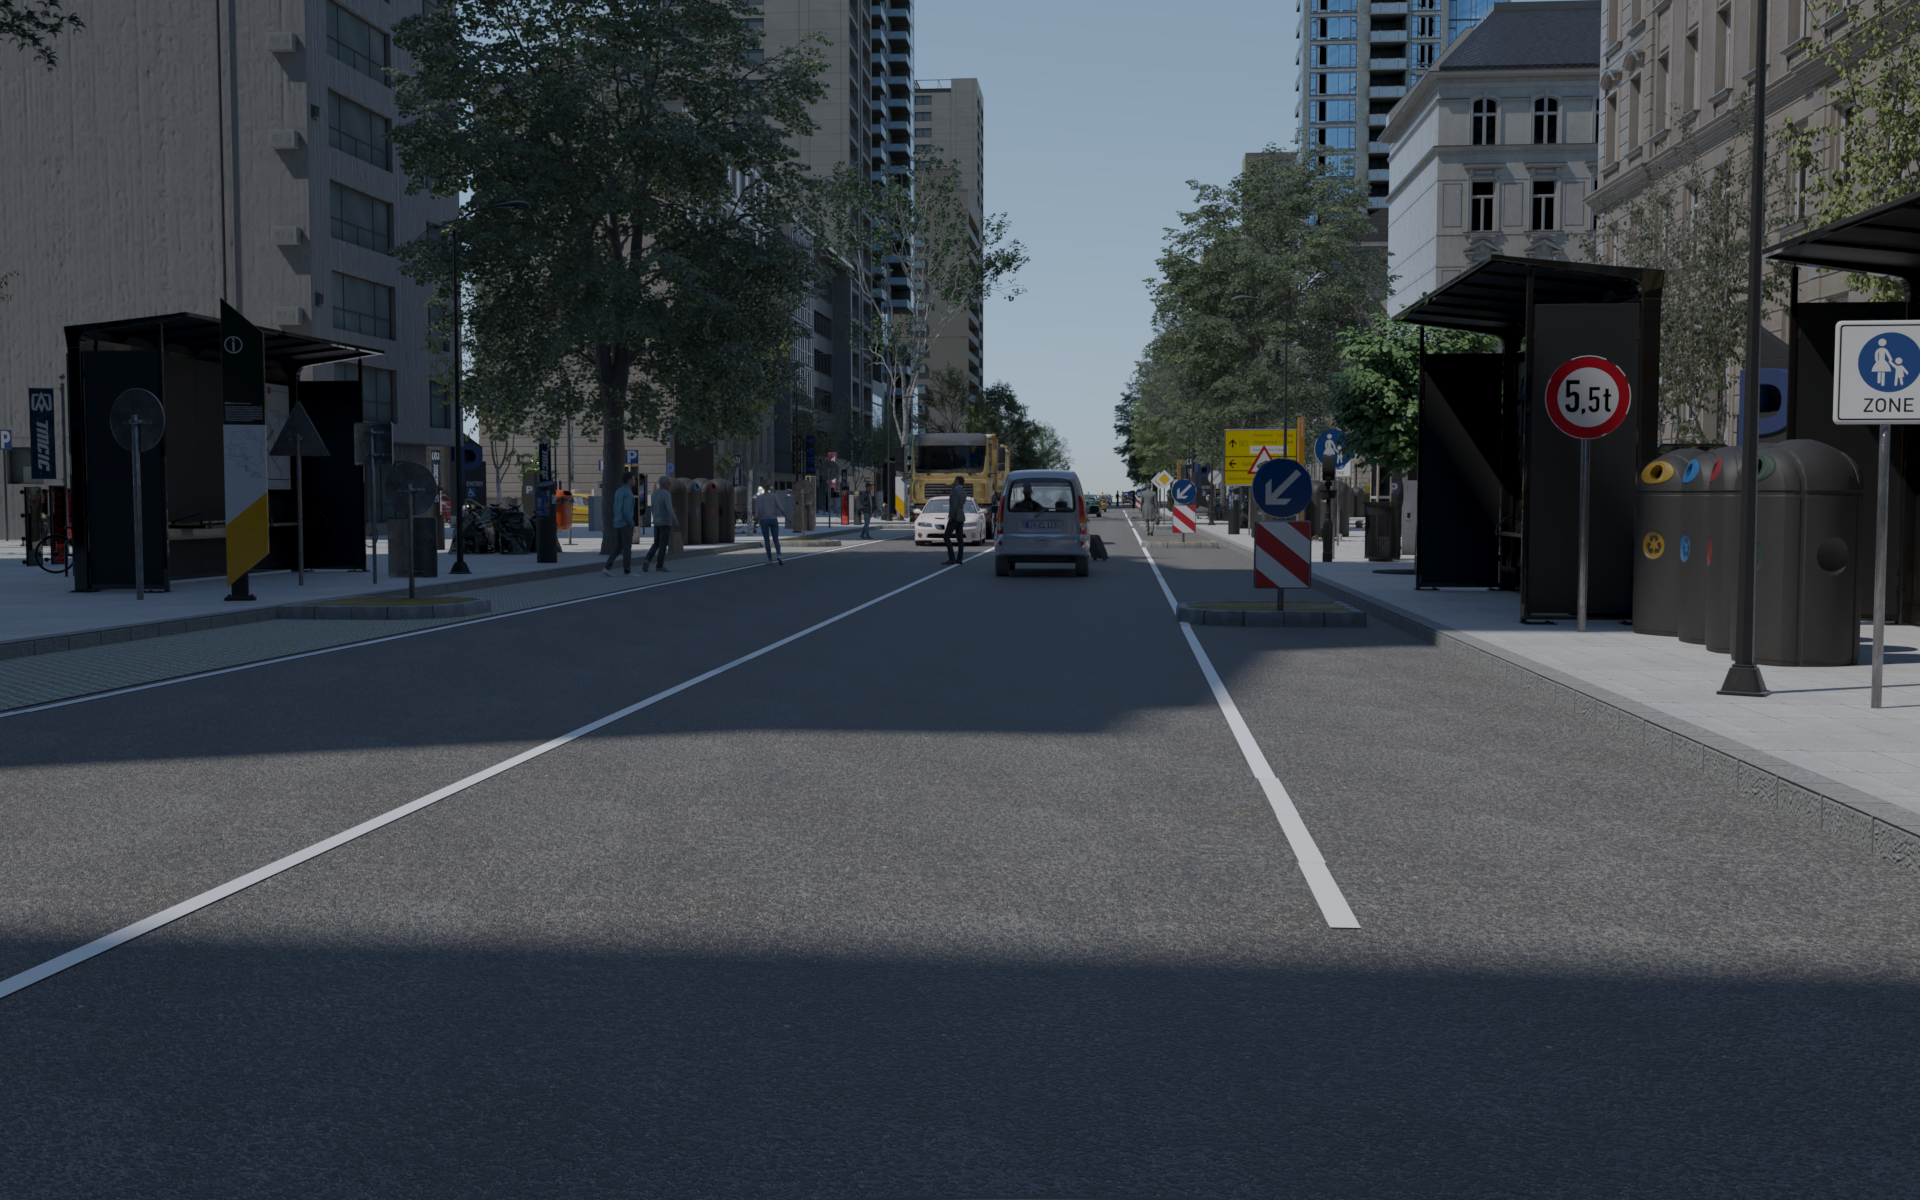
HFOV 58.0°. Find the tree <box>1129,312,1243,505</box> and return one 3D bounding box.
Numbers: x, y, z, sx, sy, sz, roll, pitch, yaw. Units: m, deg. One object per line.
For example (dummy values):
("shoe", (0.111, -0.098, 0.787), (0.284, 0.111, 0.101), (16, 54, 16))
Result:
("tree", (14.233, -11.538, 106.769), (7.486, 12.596, 7.792), (0, 3, 0))

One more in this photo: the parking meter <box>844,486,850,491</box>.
("parking meter", (-7.713, -6.864, 117.937), (0.255, 1.863, 0.399), (-3, 4, -37))

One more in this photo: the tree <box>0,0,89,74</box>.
("tree", (-10.400, -4.756, 12.181), (8.767, 10.594, 7.601), (1, 4, 8))

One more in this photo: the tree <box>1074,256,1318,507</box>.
("tree", (13.136, -10.710, 85.472), (12.009, 13.543, 11.850), (0, 3, 0))

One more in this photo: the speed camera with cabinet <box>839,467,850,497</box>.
("speed camera with cabinet", (-8.312, -8.261, 129.407), (0.660, 3.252, 2.038), (2, 4, 24))

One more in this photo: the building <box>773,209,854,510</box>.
("building", (-17.243, -19.116, 131.611), (14.314, 24.678, 30.058), (0, 4, 5))

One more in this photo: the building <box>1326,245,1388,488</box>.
("building", (31.703, -15.768, 122.426), (10.561, 19.102, 19.286), (0, 4, 5))

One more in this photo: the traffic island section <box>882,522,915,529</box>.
("traffic island section", (-2.099, -3.044, 72.046), (2.009, 0.180, 2.903), (0, 4, 5))

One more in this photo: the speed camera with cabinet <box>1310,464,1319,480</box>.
("speed camera with cabinet", (19.628, -6.459, 99.947), (2.038, 3.252, 0.660), (-1, 4, -9))

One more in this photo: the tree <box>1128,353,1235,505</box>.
("tree", (14.933, -11.592, 115.287), (9.928, 11.665, 9.643), (0, 3, 0))

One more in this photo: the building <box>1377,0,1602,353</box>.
("building", (46.209, -19.412, 93.796), (44.131, 29.872, 17.030), (0, 4, 5))

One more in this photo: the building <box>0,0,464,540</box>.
("building", (-23.935, -17.272, 54.093), (14.107, 30.474, 14.160), (0, 4, 5))

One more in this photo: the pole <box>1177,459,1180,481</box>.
("pole", (12.891, -6.623, 102.135), (0.158, 3.312, 0.155), (0, 3, 0))

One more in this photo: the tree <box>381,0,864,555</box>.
("tree", (-7.208, -7.936, 36.416), (9.857, 13.997, 8.962), (0, 3, 0))

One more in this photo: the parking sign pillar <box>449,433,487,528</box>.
("parking sign pillar", (-18.754, -4.745, 66.049), (1.447, 3.967, 1.447), (-3, 5, -43))

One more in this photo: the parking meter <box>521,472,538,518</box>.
("parking meter", (-11.386, -2.456, 45.872), (0.399, 1.863, 0.255), (0, 4, 0))

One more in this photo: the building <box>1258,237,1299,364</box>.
("building", (40.304, -25.909, 195.319), (14.160, 30.474, 14.107), (0, 4, 5))

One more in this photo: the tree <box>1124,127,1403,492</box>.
("tree", (10.836, -9.495, 61.902), (9.857, 13.997, 8.962), (0, 3, 0))

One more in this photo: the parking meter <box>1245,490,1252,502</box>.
("parking meter", (15.080, -5.014, 90.393), (0.372, 1.533, 0.369), (0, 3, 0))

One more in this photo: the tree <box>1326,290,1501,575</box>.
("tree", (7.401, -2.705, 27.942), (4.285, 4.588, 4.351), (0, 3, 0))

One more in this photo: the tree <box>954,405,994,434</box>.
("tree", (0.994, -11.449, 137.548), (4.737, 8.622, 4.395), (0, 3, 0))

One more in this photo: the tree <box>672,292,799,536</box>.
("tree", (-6.557, -6.259, 52.699), (4.737, 8.622, 4.395), (0, 3, 0))

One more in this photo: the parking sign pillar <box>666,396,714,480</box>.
("parking sign pillar", (-7.349, -3.588, 47.130), (1.447, 3.967, 1.447), (-3, 5, -44))

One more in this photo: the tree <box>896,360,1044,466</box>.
("tree", (0.012, -11.376, 120.412), (8.767, 10.594, 7.601), (-3, 5, -40))

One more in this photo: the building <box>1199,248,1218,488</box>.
("building", (49.092, -39.940, 303.133), (14.600, 45.320, 14.200), (0, 4, 5))

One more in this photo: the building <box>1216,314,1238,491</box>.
("building", (45.497, -29.834, 259.489), (14.160, 30.474, 14.107), (0, 4, 5))

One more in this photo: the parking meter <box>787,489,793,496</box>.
("parking meter", (-8.271, -4.669, 84.742), (0.372, 1.533, 0.369), (0, 3, 0))

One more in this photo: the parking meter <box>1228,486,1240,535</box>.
("parking meter", (8.701, -2.847, 54.963), (0.372, 1.533, 0.369), (0, 3, 0))

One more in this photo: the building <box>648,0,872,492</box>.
("building", (-17.014, -44.497, 165.777), (20.563, 71.187, 20.611), (0, 4, 5))

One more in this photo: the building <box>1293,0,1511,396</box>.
("building", (41.859, -52.489, 170.868), (22.319, 86.520, 31.000), (0, 4, 5))

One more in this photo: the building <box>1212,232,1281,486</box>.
("building", (51.943, -38.316, 281.098), (22.147, 44.769, 28.867), (0, 4, 5))

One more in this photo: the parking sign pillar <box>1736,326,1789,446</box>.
("parking sign pillar", (12.640, -2.337, 26.679), (1.447, 3.967, 1.447), (-2, 4, -26))

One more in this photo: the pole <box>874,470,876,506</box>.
("pole", (-7.090, -9.227, 144.704), (0.158, 3.312, 0.155), (0, 3, 0))

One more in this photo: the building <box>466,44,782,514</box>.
("building", (-19.096, -18.764, 104.056), (12.463, 27.353, 25.104), (0, 4, 5))

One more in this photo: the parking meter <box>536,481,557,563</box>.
("parking meter", (-7.706, -1.460, 32.280), (0.372, 1.533, 0.369), (0, 3, 0))

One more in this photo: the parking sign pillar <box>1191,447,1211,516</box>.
("parking sign pillar", (14.012, -6.849, 100.451), (1.447, 3.967, 1.447), (-3, 4, -38))

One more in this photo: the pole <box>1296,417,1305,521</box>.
("pole", (9.080, -3.201, 46.177), (0.158, 3.312, 0.155), (0, 3, 0))

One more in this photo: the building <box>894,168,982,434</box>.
("building", (-8.506, -38.980, 261.029), (21.300, 48.544, 21.600), (0, 4, 5))

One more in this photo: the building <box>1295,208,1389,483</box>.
("building", (33.450, -19.138, 141.792), (11.050, 23.489, 19.941), (0, 4, 5))

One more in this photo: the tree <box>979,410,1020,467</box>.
("tree", (2.841, -12.025, 146.976), (4.360, 8.622, 3.978), (0, 3, 0))

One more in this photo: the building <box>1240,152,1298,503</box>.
("building", (40.898, -32.166, 209.506), (14.154, 41.232, 14.086), (0, 4, 5))

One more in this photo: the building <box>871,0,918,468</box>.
("building", (-15.589, -53.767, 191.758), (22.319, 86.520, 31.000), (0, 4, 5))

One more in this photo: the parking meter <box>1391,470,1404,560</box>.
("parking meter", (8.457, -1.726, 33.930), (0.399, 1.863, 0.255), (0, 4, -4))

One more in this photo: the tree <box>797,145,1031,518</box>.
("tree", (-1.651, -14.454, 92.216), (12.611, 20.169, 13.585), (0, 3, 0))

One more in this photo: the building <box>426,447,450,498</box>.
("building", (-41.156, -17.210, 99.412), (19.932, 24.808, 12.078), (0, 4, 5))

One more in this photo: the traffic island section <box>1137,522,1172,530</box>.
("traffic island section", (8.400, -2.986, 71.106), (2.009, 0.180, 2.903), (0, 4, 5))

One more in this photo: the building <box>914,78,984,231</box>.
("building", (-4.211, -52.911, 303.348), (20.563, 71.187, 20.611), (0, 4, 5))

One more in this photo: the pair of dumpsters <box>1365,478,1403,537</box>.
("pair of dumpsters", (10.402, -2.282, 39.811), (1.574, 2.255, 4.437), (0, 4, 5))

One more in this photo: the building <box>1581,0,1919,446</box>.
("building", (25.758, -15.162, 45.169), (12.463, 27.353, 25.104), (0, 4, 5))

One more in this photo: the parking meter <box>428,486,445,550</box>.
("parking meter", (-12.001, -1.912, 39.675), (0.372, 1.533, 0.369), (0, 3, 0))

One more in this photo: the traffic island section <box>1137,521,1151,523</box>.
("traffic island section", (9.112, -3.473, 79.059), (2.009, 0.180, 2.903), (0, 4, 5))
